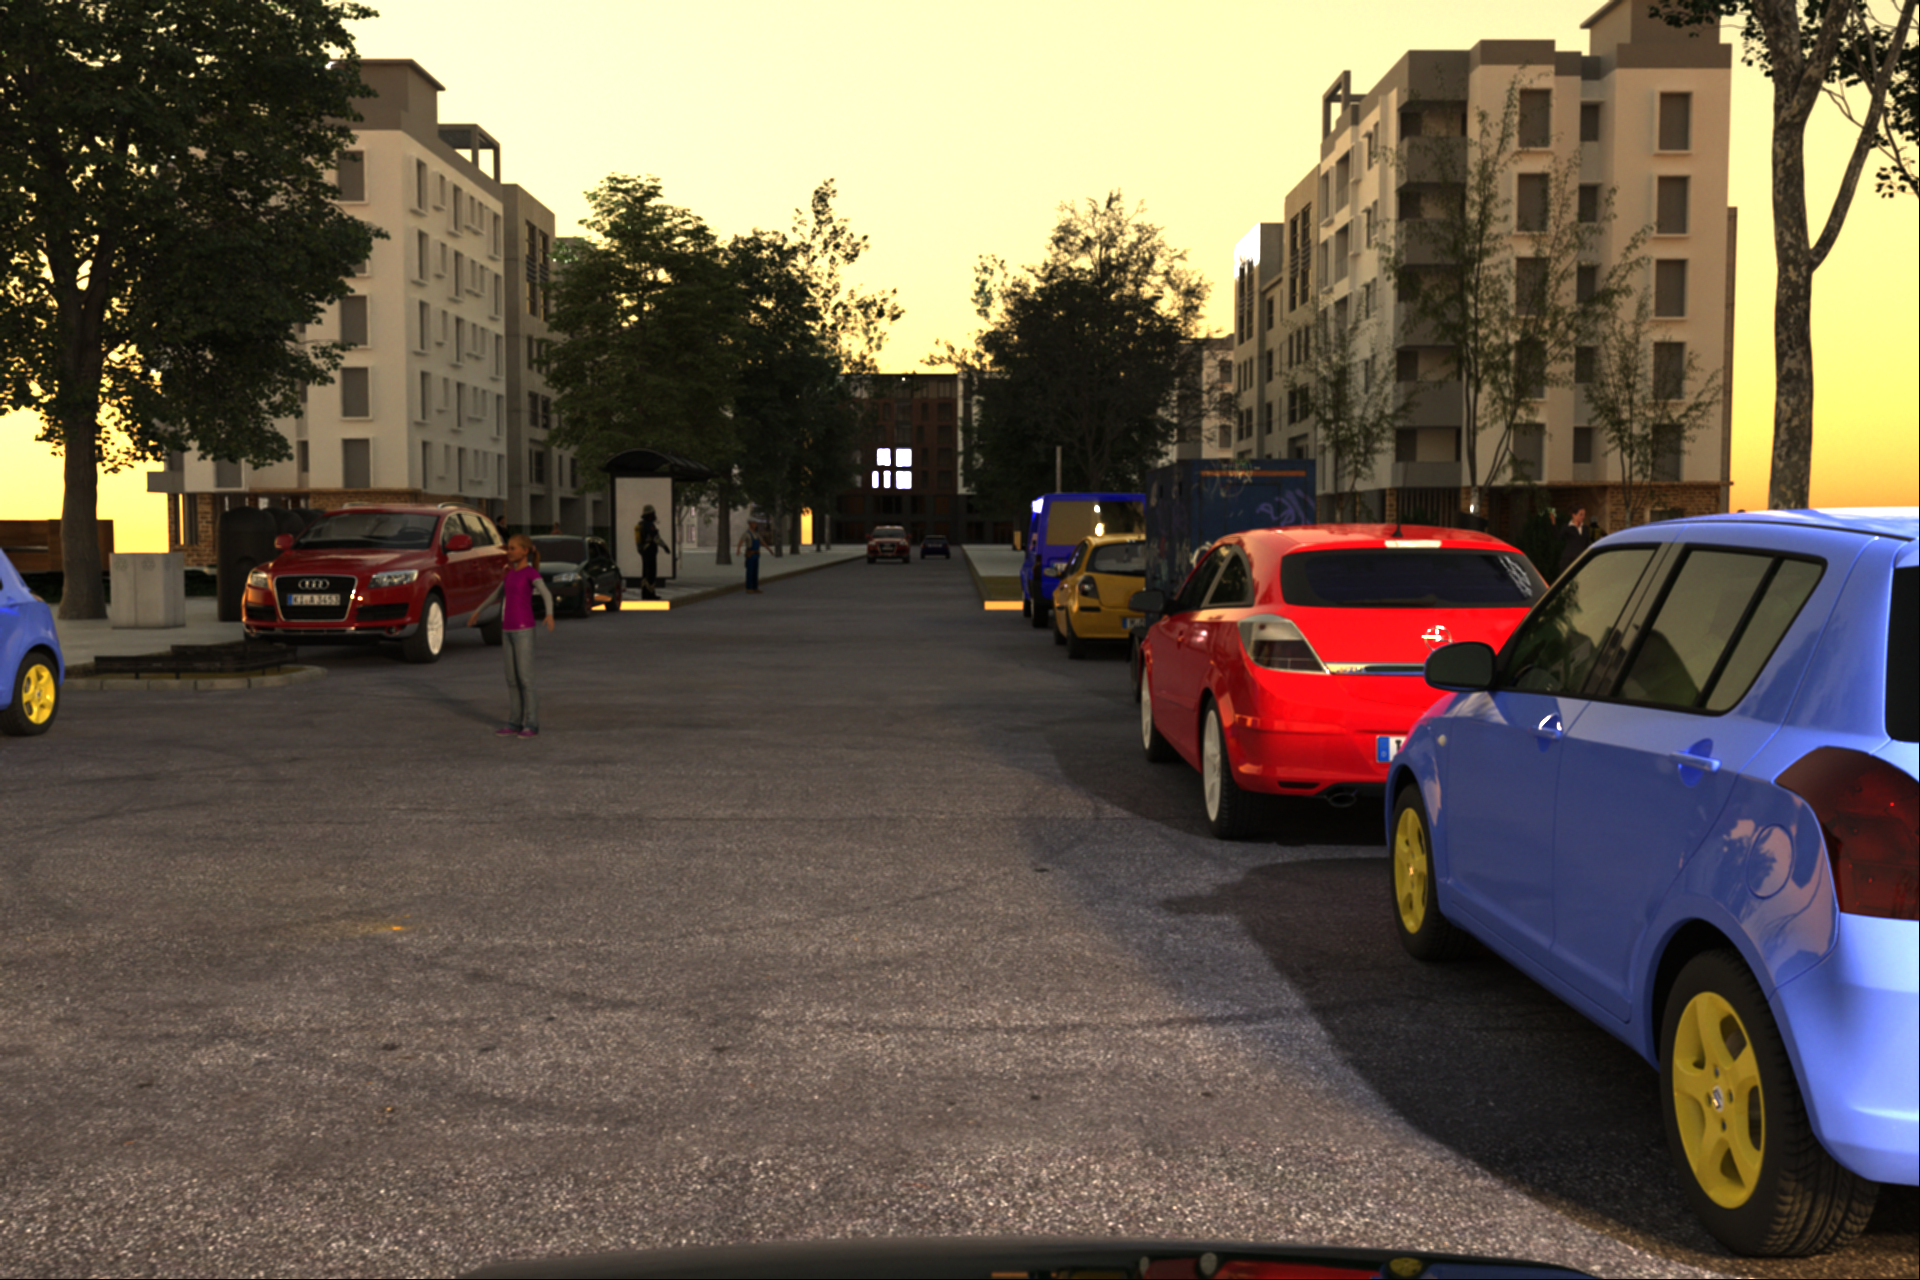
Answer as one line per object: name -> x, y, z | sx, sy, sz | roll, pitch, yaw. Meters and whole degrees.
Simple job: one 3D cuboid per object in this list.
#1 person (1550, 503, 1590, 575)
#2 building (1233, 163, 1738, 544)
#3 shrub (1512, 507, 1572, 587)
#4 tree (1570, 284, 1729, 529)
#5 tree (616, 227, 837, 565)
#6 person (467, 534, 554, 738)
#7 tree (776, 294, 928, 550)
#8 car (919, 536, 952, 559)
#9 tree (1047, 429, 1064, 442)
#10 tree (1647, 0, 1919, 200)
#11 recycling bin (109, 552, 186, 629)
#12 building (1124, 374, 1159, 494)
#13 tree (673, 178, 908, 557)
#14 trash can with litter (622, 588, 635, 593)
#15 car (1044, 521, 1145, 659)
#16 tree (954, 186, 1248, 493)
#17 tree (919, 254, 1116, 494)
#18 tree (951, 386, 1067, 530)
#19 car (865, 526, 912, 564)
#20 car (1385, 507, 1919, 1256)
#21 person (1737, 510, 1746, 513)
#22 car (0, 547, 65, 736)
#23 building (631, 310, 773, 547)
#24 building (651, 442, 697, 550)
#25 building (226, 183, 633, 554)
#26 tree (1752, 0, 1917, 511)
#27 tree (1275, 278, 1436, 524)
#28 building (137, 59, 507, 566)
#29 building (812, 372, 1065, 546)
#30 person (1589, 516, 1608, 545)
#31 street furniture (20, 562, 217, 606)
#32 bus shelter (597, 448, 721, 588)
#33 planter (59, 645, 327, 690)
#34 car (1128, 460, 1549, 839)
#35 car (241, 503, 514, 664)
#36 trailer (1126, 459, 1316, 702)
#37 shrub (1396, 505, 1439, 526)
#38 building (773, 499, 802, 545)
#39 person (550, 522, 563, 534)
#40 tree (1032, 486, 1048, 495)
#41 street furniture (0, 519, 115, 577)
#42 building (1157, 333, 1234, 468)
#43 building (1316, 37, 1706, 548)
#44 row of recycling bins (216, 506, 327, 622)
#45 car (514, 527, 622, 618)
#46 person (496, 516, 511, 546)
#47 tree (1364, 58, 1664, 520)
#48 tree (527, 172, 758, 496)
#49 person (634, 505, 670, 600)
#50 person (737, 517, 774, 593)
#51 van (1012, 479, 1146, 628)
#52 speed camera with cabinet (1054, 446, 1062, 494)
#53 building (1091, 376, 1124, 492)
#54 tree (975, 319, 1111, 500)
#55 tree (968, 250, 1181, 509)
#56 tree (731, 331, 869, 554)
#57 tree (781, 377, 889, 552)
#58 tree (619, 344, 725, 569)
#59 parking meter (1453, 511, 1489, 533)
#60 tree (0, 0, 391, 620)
person -> 8.623, -1.074, 24.410 | 0.742, 1.727, 0.445 | -3, 5, -43
building -> 25.379, -13.760, 91.441 | 16.747, 18.905, 31.486 | 0, 4, 0
shrub -> 13.666, -2.194, 40.289 | 1.690, 2.028, 1.600 | 0, 3, 0
tree -> 19.783, -6.183, 51.450 | 4.360, 8.622, 3.978 | 0, 3, 0
tree -> -10.064, -10.160, 72.777 | 9.857, 13.997, 8.962 | 0, 3, 0
person -> -3.162, -0.032, 12.240 | 0.991, 1.433, 0.599 | 3, 5, 41
tree -> -9.449, -17.160, 136.448 | 12.611, 20.169, 13.585 | 0, 3, 0
car -> -1.440, -5.402, 100.899 | 1.945, 1.354, 3.894 | 0, 4, -1
tree -> 5.516, -9.571, 106.851 | 4.737, 8.622, 4.395 | 0, 3, 0
tree -> 22.157, -11.229, 39.479 | 12.611, 20.169, 13.585 | 0, 3, 0
recycling bin -> -11.110, -0.682, 23.700 | 0.722, 1.027, 0.722 | 0, 4, 0
building -> 22.372, -19.911, 181.963 | 16.016, 20.090, 11.380 | 0, 4, 0
tree -> -9.322, -14.509, 93.110 | 12.611, 20.169, 13.585 | 0, 3, 0
trash can with litter -> -7.862, -1.663, 38.250 | 1.678, 1.210, 2.233 | 0, 4, 0
car -> 2.065, -0.676, 21.274 | 2.015, 1.641, 3.980 | 0, 4, 0
tree -> 4.919, -9.270, 61.941 | 12.009, 13.543, 11.850 | 0, 3, 0
tree -> 3.896, -16.058, 118.440 | 12.611, 20.169, 13.585 | 0, 3, 0
tree -> 4.432, -14.194, 138.731 | 9.857, 13.997, 8.962 | 0, 3, 0
car -> -3.506, -4.702, 85.558 | 2.281, 1.827, 5.304 | 0, 4, -1
car -> 2.344, 0.297, 4.743 | 1.945, 1.707, 3.694 | 0, 3, 0
person -> 14.556, -1.568, 32.446 | 1.217, 1.737, 0.721 | -1, 4, -13
car -> -7.378, -0.088, 11.031 | 1.945, 1.707, 3.694 | 0, 3, 0
building -> -29.546, -21.193, 177.435 | 19.493, 23.208, 18.063 | 0, 4, 0
building -> -27.658, -12.902, 153.103 | 9.099, 9.664, 28.070 | 0, 4, 0
building -> -30.732, -14.489, 103.358 | 16.747, 18.905, 31.486 | 0, 4, 0
tree -> 7.919, -9.793, 16.007 | 12.611, 20.169, 13.585 | 0, 3, 0
tree -> 10.896, -6.132, 50.625 | 4.360, 8.622, 3.978 | 0, 3, 0
building -> -26.825, -13.089, 70.429 | 16.016, 20.090, 11.380 | 0, 4, 0
building -> -2.561, -23.415, 229.264 | 32.646, 21.610, 27.936 | 0, 4, 0
person -> 20.085, -3.009, 54.965 | 1.354, 1.858, 0.705 | 0, 4, -2
street furniture -> -16.188, -1.261, 36.249 | 5.734, 0.657, 10.072 | 1, 4, 23
bus shelter -> -7.478, -3.041, 43.648 | 2.014, 3.302, 5.546 | 0, 4, 2
planter -> -7.349, 0.259, 16.902 | 1.991, 0.319, 1.994 | 0, 4, 0
car -> 2.058, -0.036, 9.628 | 2.155, 1.783, 4.494 | 0, 4, 0
car -> -6.824, -0.745, 20.855 | 2.281, 1.827, 5.304 | 0, 3, 0
trailer -> 2.184, -0.493, 15.113 | 1.471, 1.999, 3.904 | 0, 4, -1
shrub -> 11.784, -2.487, 44.696 | 1.661, 2.075, 1.752 | 0, 3, 0
building -> -28.621, -20.594, 203.170 | 16.747, 18.905, 31.486 | 0, 4, 1
person -> -15.614, -3.666, 66.735 | 1.217, 1.733, 0.721 | 2, 4, 29
tree -> 4.492, -9.196, 100.715 | 4.360, 8.622, 3.978 | 0, 3, 0
street furniture -> -28.609, -2.829, 53.109 | 11.010, 1.723, 9.812 | 3, 4, 38
building -> 23.849, -18.787, 163.581 | 16.016, 20.090, 11.380 | 0, 4, 0
building -> 20.303, -13.201, 72.248 | 16.016, 20.090, 11.380 | 0, 3, 0
row of recycling bins -> -10.501, -1.215, 26.986 | 1.069, 1.692, 3.534 | 0, 4, 0
car -> -7.173, -1.281, 30.732 | 2.009, 1.686, 4.222 | 0, 4, 0
person -> -13.223, -2.682, 50.030 | 0.705, 1.806, 1.347 | 1, 4, 19
tree -> 8.097, -4.729, 27.684 | 4.360, 8.622, 3.978 | 0, 3, 0
tree -> -10.067, -8.385, 55.220 | 7.486, 12.596, 7.792 | 0, 3, 0
person -> -6.070, -1.723, 33.950 | 0.705, 1.856, 1.354 | -2, 4, -35
person -> -5.001, -2.054, 41.904 | 0.705, 1.847, 1.347 | 2, 4, 33
van -> 2.021, -1.453, 28.147 | 2.240, 2.365, 5.245 | 0, 4, 0
speed camera with cabinet -> 2.436, -2.695, 38.407 | 0.660, 3.252, 2.038 | 0, 4, -2
building -> 22.982, -20.498, 201.598 | 16.747, 18.905, 31.486 | 0, 4, 0
tree -> 4.659, -10.551, 90.637 | 7.486, 12.596, 7.792 | 0, 3, 0
tree -> 5.378, -10.475, 77.921 | 9.857, 13.997, 8.962 | 0, 3, 0
tree -> -10.553, -12.467, 110.497 | 9.857, 13.997, 8.962 | 0, 3, 0
tree -> -10.168, -13.028, 123.375 | 12.009, 13.543, 11.850 | 0, 3, 0
tree -> -10.229, -6.910, 63.339 | 4.360, 8.622, 3.978 | 0, 3, 0
parking meter -> 5.550, -0.638, 18.844 | 0.372, 1.533, 0.369 | 0, 3, 0
tree -> -13.269, -7.300, 26.004 | 9.857, 13.997, 8.962 | 0, 3, 0
